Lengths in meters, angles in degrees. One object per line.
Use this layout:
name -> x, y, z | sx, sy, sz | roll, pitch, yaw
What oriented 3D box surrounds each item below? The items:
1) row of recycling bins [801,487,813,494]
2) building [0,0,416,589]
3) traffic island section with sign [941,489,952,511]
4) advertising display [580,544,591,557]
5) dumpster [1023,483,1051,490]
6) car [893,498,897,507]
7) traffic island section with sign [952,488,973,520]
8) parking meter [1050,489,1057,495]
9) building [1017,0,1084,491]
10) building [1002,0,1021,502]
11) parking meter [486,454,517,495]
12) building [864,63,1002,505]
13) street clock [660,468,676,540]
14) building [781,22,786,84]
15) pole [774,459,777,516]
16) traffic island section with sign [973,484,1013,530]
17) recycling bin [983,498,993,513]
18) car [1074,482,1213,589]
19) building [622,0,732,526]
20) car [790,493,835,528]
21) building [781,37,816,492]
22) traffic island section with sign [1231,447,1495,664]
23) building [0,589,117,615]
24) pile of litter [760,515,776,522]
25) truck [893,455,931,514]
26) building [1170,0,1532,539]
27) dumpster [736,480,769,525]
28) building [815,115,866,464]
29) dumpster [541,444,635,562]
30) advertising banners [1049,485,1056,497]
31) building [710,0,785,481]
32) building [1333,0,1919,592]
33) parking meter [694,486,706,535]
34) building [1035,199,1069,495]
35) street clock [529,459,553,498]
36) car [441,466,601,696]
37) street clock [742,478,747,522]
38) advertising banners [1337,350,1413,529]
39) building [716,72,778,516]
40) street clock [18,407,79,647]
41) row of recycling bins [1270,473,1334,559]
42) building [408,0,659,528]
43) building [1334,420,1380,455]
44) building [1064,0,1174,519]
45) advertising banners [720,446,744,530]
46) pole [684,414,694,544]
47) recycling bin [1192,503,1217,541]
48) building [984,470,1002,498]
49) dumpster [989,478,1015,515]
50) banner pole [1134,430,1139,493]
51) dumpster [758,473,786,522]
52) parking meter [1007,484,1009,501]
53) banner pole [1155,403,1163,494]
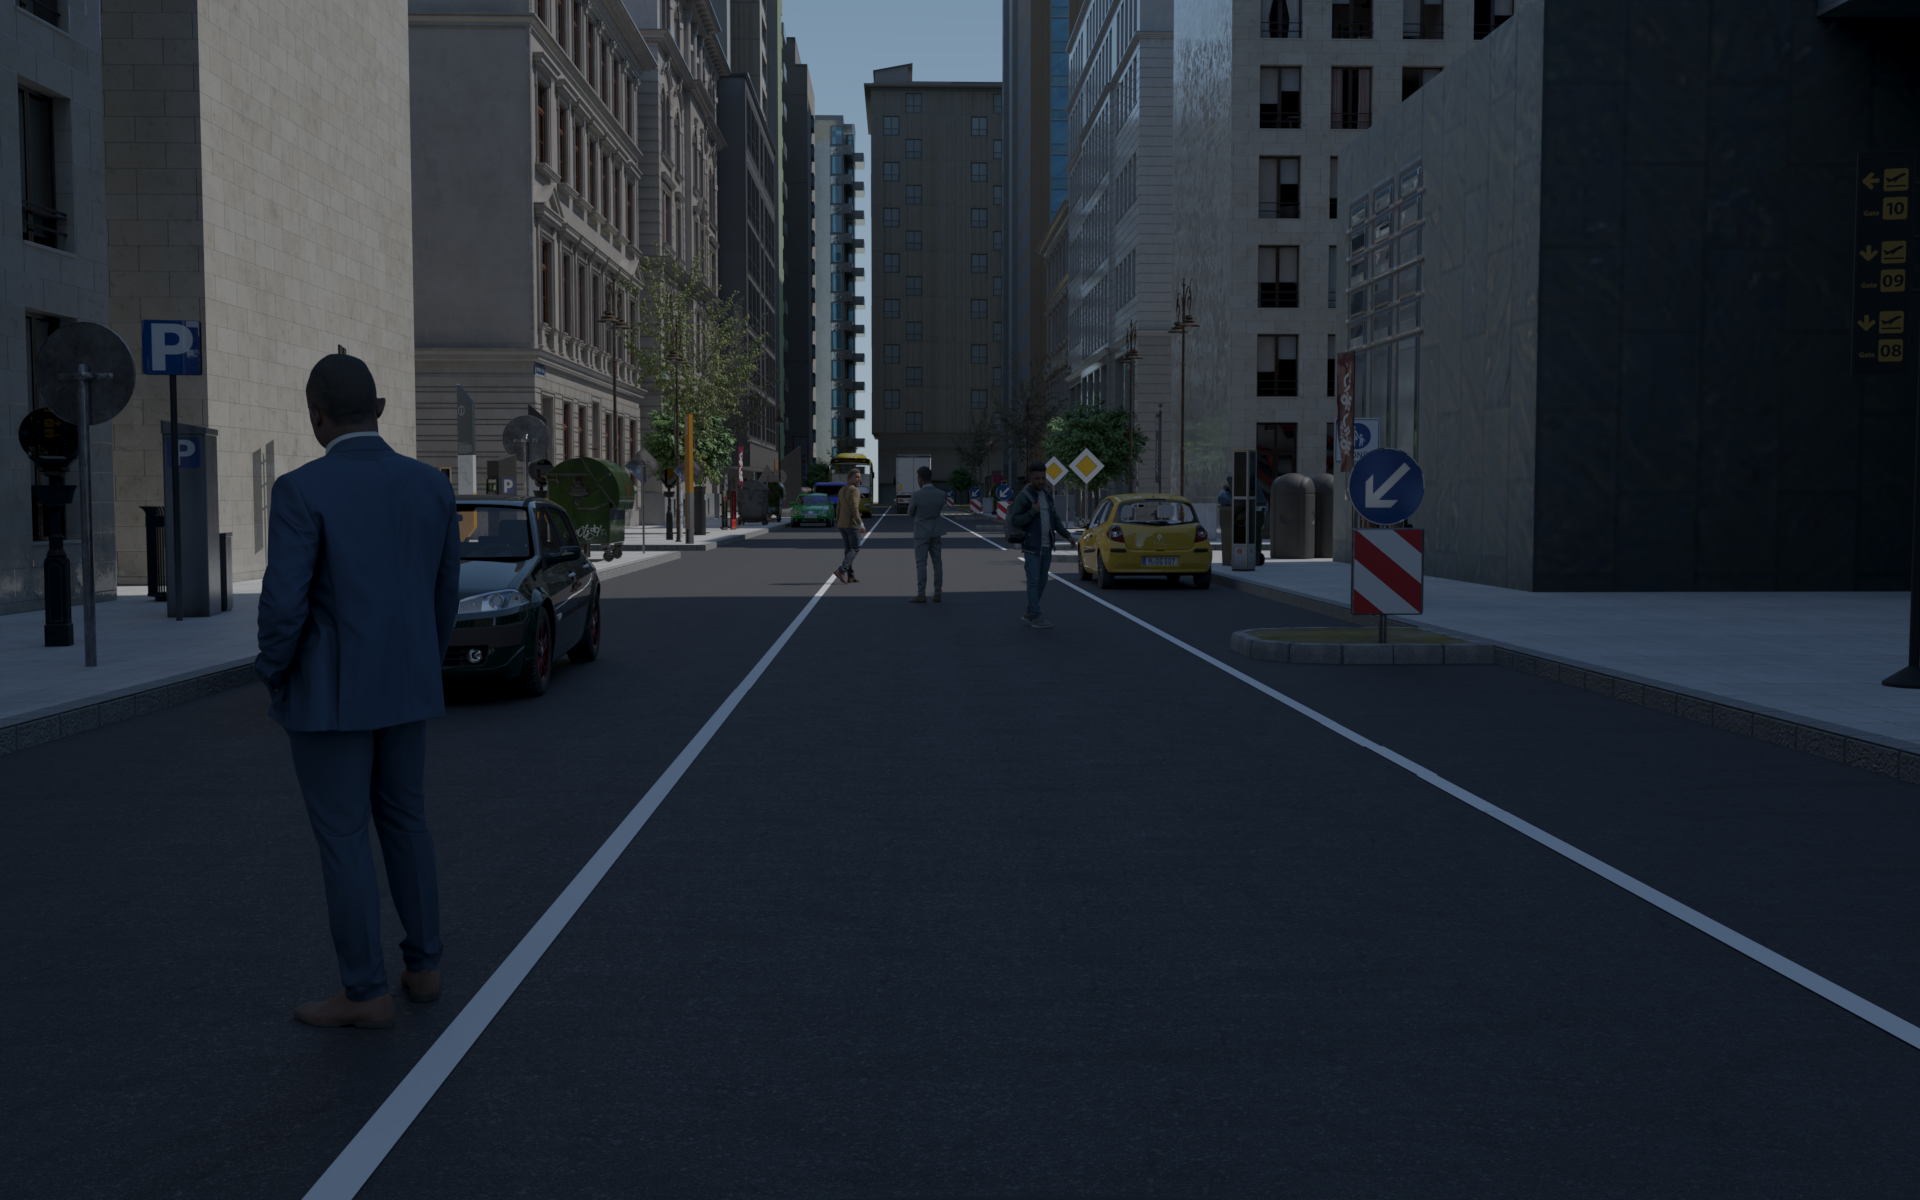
row of recycling bins -> -9.503, -5.985, 104.969 | 1.069, 1.692, 3.534 | 0, 4, 1
building -> -19.098, -10.637, 28.664 | 16.860, 20.320, 10.420 | 0, 4, -2
traffic island section with sign -> -0.976, -8.481, 147.287 | 1.989, 1.847, 2.006 | 0, 4, -2
advertising display -> -7.714, -1.850, 35.458 | 0.123, 1.923, 0.974 | -2, 4, -26
dumpster -> 3.534, -4.498, 79.300 | 1.264, 1.857, 1.865 | 0, 4, -2
car -> -6.434, -11.080, 193.164 | 2.014, 1.417, 4.499 | 0, 4, -4
traffic island section with sign -> 0.730, -5.412, 97.115 | 1.989, 1.847, 2.006 | 0, 4, -2
parking meter -> 4.580, -4.668, 84.727 | 0.372, 1.533, 0.369 | 0, 3, 0
building -> 11.883, -29.733, 136.249 | 14.600, 45.320, 14.200 | 0, 4, -2
building -> 14.303, -37.621, 157.107 | 21.231, 58.520, 28.212 | 0, 4, -2
parking meter -> -6.692, -1.199, 25.317 | 0.255, 1.863, 0.399 | 3, 4, 36
building -> 1.857, -38.652, 221.197 | 27.495, 52.752, 28.713 | 0, 4, -2
street clock -> -8.108, -2.674, 48.296 | 0.471, 2.002, 0.358 | -1, 4, -14
building -> -26.513, -32.380, 149.020 | 23.786, 49.044, 30.456 | 0, 4, -2
pole -> -10.837, -6.606, 101.846 | 0.158, 3.312, 0.155 | 0, 3, 0
traffic island section with sign -> 1.651, -3.764, 70.175 | 1.989, 1.847, 2.006 | 0, 4, -2
recycling bin -> 1.891, -6.322, 115.913 | 0.722, 1.027, 0.722 | 0, 4, 1
car -> 2.880, -1.065, 27.637 | 2.015, 1.641, 3.980 | 0, 4, -3
building -> -18.535, -17.906, 80.153 | 14.401, 28.519, 23.554 | 0, 4, -2
car -> -6.420, -4.087, 75.619 | 1.959, 1.807, 4.718 | 0, 4, -2
building -> -26.187, -34.120, 181.561 | 21.600, 48.544, 21.300 | 0, 4, -2
traffic island section with sign -> 3.508, -0.424, 15.558 | 1.989, 1.847, 2.006 | 0, 4, -2
building -> -15.096, -9.605, 11.786 | 10.420, 20.320, 16.860 | 0, 4, -2
pile of litter -> -9.129, -4.111, 81.179 | 1.176, 0.858, 1.719 | 1, 4, 10
truck -> -3.512, -8.532, 128.409 | 2.839, 4.237, 11.283 | 0, 4, -2
building -> 15.797, -12.181, 53.917 | 16.860, 20.320, 10.420 | 0, 4, -2
dumpster -> -8.540, -4.009, 71.313 | 1.264, 1.857, 1.865 | 0, 4, -2
building -> -27.143, -36.540, 217.043 | 30.456, 49.044, 23.786 | 0, 4, -2
dumpster -> -7.161, -1.888, 33.369 | 1.502, 2.255, 1.985 | 0, 4, -2
advertising banners -> 3.661, -4.519, 70.066 | 0.090, 3.025, 2.074 | 1, 4, 17
building -> -20.388, -27.088, 126.490 | 14.154, 41.232, 14.086 | 0, 4, -2
building -> 18.796, -42.978, 15.361 | 22.319, 86.520, 31.000 | 0, 4, -2
parking meter -> -8.084, -2.777, 53.812 | 0.372, 1.533, 0.369 | 0, 3, 0
building -> 11.375, -16.761, 110.192 | 11.583, 22.565, 21.152 | 0, 4, -2
street clock -> -8.600, -1.898, 35.598 | 0.358, 2.002, 0.471 | 3, 5, 41
car -> -3.882, -0.225, 13.467 | 2.009, 1.686, 4.222 | 0, 4, -4
street clock -> -9.771, -4.535, 78.723 | 0.358, 2.002, 0.471 | -1, 4, -9
advertising banners -> 4.899, -1.494, 20.620 | 0.090, 3.025, 2.074 | -1, 4, -11
building -> -18.974, -19.034, 104.717 | 14.314, 27.812, 24.014 | 0, 4, -2
street clock -> -7.611, -0.612, 14.576 | 0.471, 2.002, 0.358 | -1, 4, -15
row of recycling bins -> 7.688, -1.719, 35.216 | 3.534, 1.692, 1.069 | -3, 5, -39
building -> -17.283, -13.554, 57.763 | 11.583, 22.565, 21.152 | 0, 4, -2
building -> 47.722, -34.264, 183.924 | 21.600, 48.544, 21.300 | 0, 4, -2
building -> 12.078, -18.780, 84.553 | 11.434, 29.767, 29.804 | 0, 4, -2
advertising banners -> -8.158, -4.035, 62.165 | 0.090, 3.025, 2.074 | 1, 4, 17
pole -> -6.955, -3.096, 44.462 | 0.158, 3.312, 0.155 | 0, 3, 0
recycling bin -> 6.647, -2.162, 47.906 | 0.722, 1.027, 0.722 | -1, 4, -12
building -> 13.298, -45.470, 181.689 | 20.563, 71.187, 20.611 | 0, 4, -2
dumpster -> 2.560, -6.300, 105.503 | 1.502, 2.255, 1.985 | 0, 4, -2
banner pole -> 6.900, -4.746, 67.612 | 0.401, 3.779, 0.863 | 1, 4, 19
dumpster -> -8.732, -4.678, 78.972 | 1.502, 2.255, 1.985 | 0, 4, -2
parking meter -> 2.696, -5.899, 102.167 | 0.255, 1.863, 0.399 | -2, 4, -28
banner pole -> 5.436, -3.515, 47.489 | 0.401, 3.779, 0.863 | 1, 4, 18
